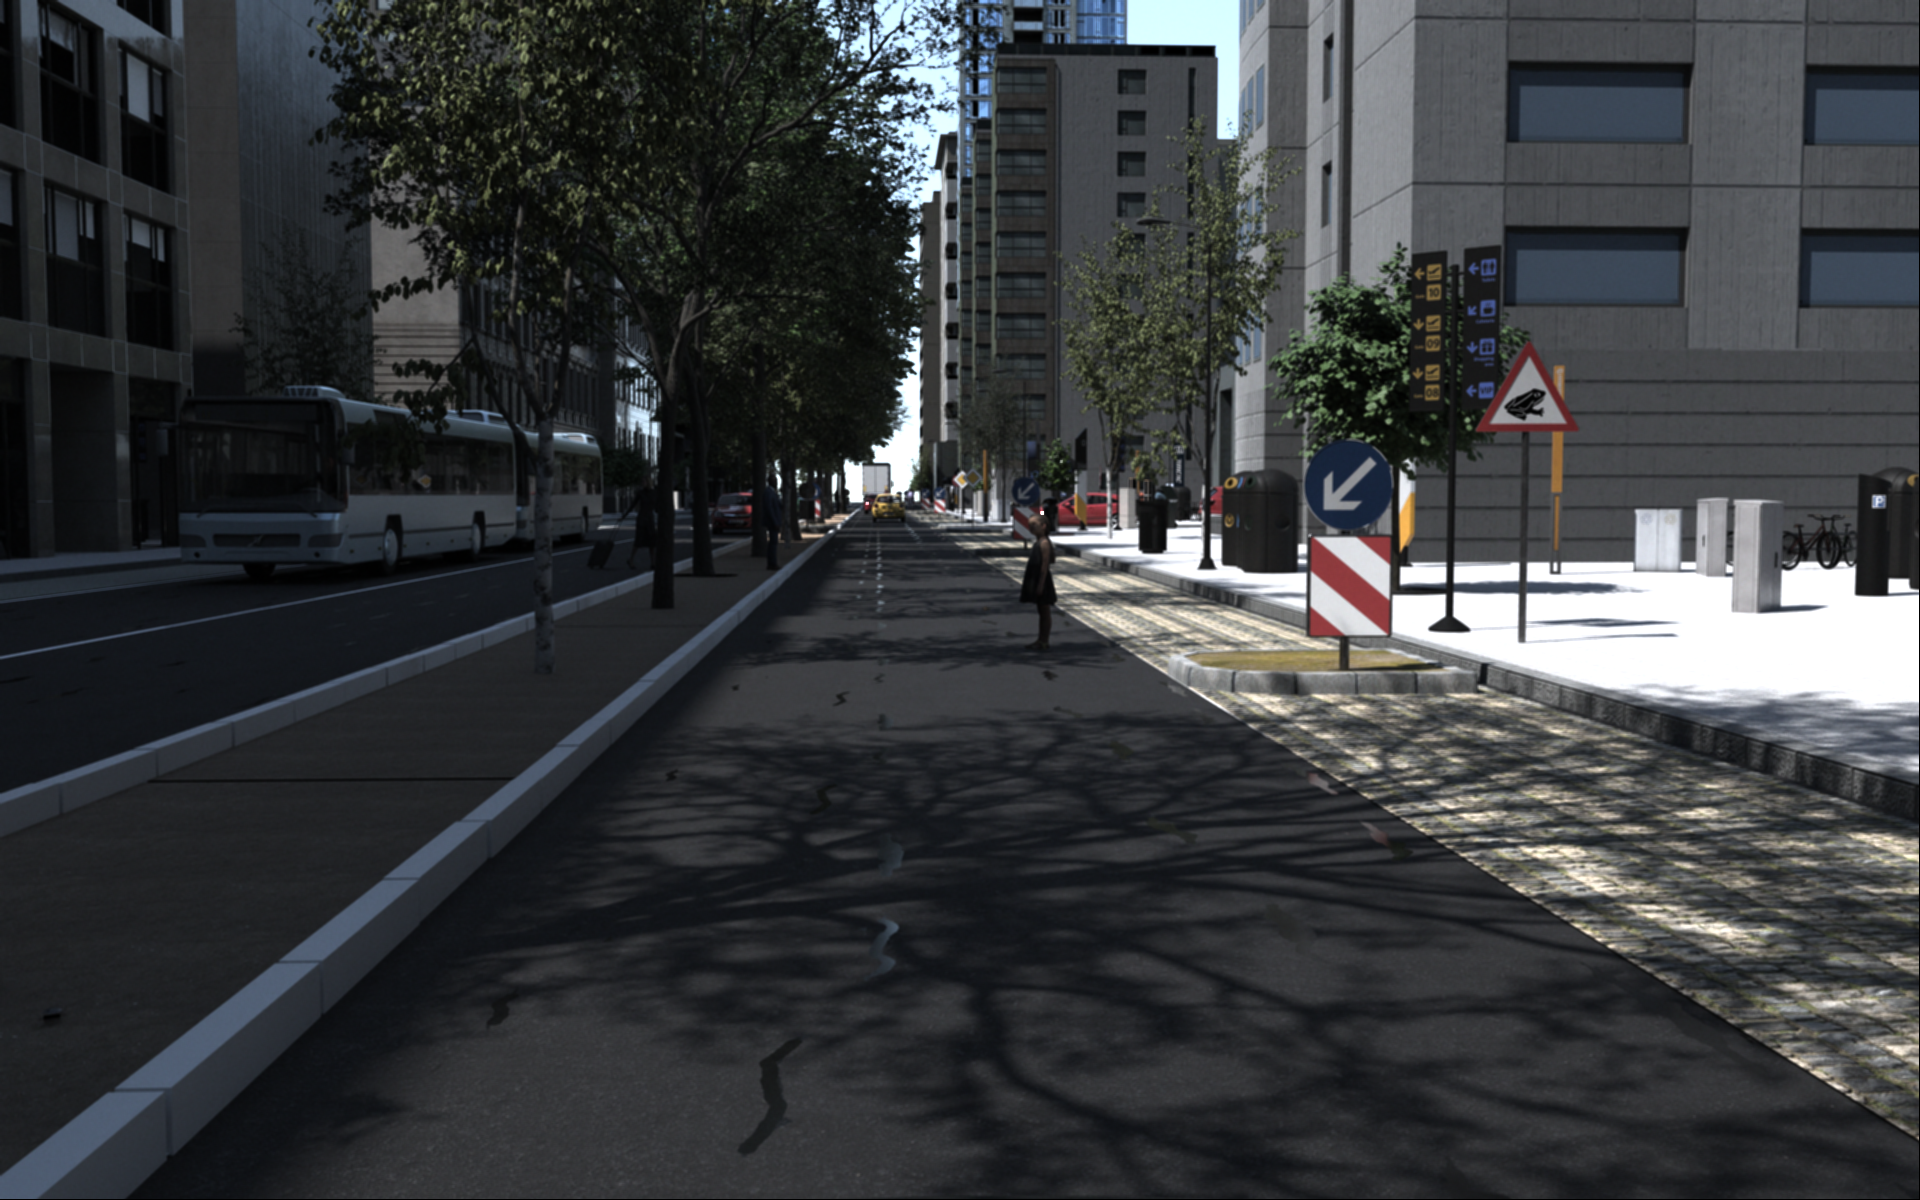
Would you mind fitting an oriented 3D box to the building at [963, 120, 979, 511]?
[{"bbox_3d":[7.873,-22.354,137.195,14.160,30.474,14.107,0,4,-3],"label":"building"}]

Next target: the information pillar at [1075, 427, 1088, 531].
[{"bbox_3d":[4.239,-4.234,60.574,0.504,3.616,0.183,-3,4,-38],"label":"information pillar"}]

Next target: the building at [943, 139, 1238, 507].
[{"bbox_3d":[14.505,-29.829,179.588,32.217,40.220,23.993,0,4,-3],"label":"building"}]

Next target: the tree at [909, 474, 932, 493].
[{"bbox_3d":[-5.683,-16.187,248.371,4.285,4.588,4.351,0,3,0],"label":"tree"}]

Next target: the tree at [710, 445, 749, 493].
[{"bbox_3d":[-23.358,-13.860,176.975,4.360,8.622,3.978,0,3,0],"label":"tree"}]

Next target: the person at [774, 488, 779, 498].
[{"bbox_3d":[-10.506,-5.470,97.732,0.655,1.846,0.447,1,4,22],"label":"person"}]

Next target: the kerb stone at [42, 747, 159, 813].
[{"bbox_3d":[-4.078,0.859,8.208,0.120,0.150,1.000,0,4,-3],"label":"kerb stone"}]

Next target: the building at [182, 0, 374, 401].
[{"bbox_3d":[-35.232,-14.387,54.287,30.058,24.678,14.314,0,4,-3],"label":"building"}]

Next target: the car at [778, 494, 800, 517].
[{"bbox_3d":[-10.990,-6.148,109.322,1.959,1.807,4.718,0,4,-4],"label":"car"}]

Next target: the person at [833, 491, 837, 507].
[{"bbox_3d":[-13.550,-11.046,189.198,1.348,1.812,0.705,-2,4,-24],"label":"person"}]

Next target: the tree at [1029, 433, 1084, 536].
[{"bbox_3d":[3.166,-3.635,54.040,1.663,3.219,1.824,0,3,0],"label":"tree"}]

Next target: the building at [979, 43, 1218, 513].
[{"bbox_3d":[8.956,-21.006,115.155,14.160,30.474,14.107,0,4,-3],"label":"building"}]

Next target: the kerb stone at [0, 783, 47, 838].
[{"bbox_3d":[-4.035,0.918,7.187,0.120,0.150,1.000,0,4,-3],"label":"kerb stone"}]

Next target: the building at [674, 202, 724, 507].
[{"bbox_3d":[-37.576,-32.630,188.118,22.147,44.769,28.867,0,4,-3],"label":"building"}]

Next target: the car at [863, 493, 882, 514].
[{"bbox_3d":[-5.980,-7.101,125.142,2.155,1.783,4.494,0,4,-1],"label":"car"}]

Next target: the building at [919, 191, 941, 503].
[{"bbox_3d":[4.529,-39.642,271.851,21.300,48.544,21.600,0,4,-3],"label":"building"}]

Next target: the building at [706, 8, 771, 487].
[{"bbox_3d":[-41.136,-58.810,274.212,22.319,86.520,31.000,0,4,-3],"label":"building"}]

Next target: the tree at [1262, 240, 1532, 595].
[{"bbox_3d":[5.700,-2.382,22.666,4.285,4.588,4.351,0,3,0],"label":"tree"}]

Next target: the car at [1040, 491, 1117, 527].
[{"bbox_3d":[4.731,-3.642,68.579,4.494,1.783,2.155,0,4,-2],"label":"car"}]

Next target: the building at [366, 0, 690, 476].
[{"bbox_3d":[-39.508,-34.871,159.375,28.713,52.752,27.495,0,4,-3],"label":"building"}]

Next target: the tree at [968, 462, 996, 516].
[{"bbox_3d":[1.138,-6.416,99.508,1.663,3.219,1.824,0,3,0],"label":"tree"}]

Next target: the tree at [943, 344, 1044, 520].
[{"bbox_3d":[1.472,-8.234,84.995,4.360,8.622,3.978,0,3,0],"label":"tree"}]

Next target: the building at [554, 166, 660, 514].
[{"bbox_3d":[-28.737,-20.010,124.425,12.463,27.353,25.104,0,4,-3],"label":"building"}]

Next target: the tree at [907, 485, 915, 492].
[{"bbox_3d":[-8.328,-18.678,299.990,1.663,3.219,1.824,0,3,0],"label":"tree"}]

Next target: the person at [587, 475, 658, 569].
[{"bbox_3d":[-6.358,-1.503,33.285,1.509,1.804,0.699,1,4,22],"label":"person"}]

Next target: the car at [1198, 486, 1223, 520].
[{"bbox_3d":[12.091,-3.663,68.570,5.304,1.827,2.281,0,4,-3],"label":"car"}]

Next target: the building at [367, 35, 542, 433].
[{"bbox_3d":[-26.223,-14.231,81.830,9.793,20.994,18.267,0,4,-3],"label":"building"}]

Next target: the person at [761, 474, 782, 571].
[{"bbox_3d":[-3.518,-1.455,32.476,0.419,1.800,0.721,-1,4,-9],"label":"person"}]

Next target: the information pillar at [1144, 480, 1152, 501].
[{"bbox_3d":[9.912,-5.306,91.241,0.304,2.012,0.304,-3,4,-36],"label":"information pillar"}]

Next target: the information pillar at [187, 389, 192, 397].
[{"bbox_3d":[-17.186,-2.897,38.724,0.183,3.616,0.504,-2,4,-26],"label":"information pillar"}]

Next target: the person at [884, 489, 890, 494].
[{"bbox_3d":[-5.456,-7.441,130.140,0.580,1.828,0.573,1,4,21],"label":"person"}]

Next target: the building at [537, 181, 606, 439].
[{"bbox_3d":[-27.911,-16.229,101.498,11.583,22.565,21.152,0,4,-3],"label":"building"}]

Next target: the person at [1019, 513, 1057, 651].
[{"bbox_3d":[0.712,-0.167,15.908,0.373,1.253,0.362,-1,4,-11],"label":"person"}]

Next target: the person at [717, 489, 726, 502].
[{"bbox_3d":[-15.767,-6.497,115.077,0.716,1.782,0.532,-2,4,-26],"label":"person"}]

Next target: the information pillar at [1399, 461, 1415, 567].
[{"bbox_3d":[7.869,-2.393,30.480,0.183,3.616,0.504,-1,4,-10],"label":"information pillar"}]

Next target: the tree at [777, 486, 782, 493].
[{"bbox_3d":[-30.091,-18.394,295.342,1.663,3.219,1.824,0,3,0],"label":"tree"}]

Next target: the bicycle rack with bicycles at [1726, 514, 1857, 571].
[{"bbox_3d":[14.627,-1.041,30.398,2.925,0.926,2.852,-1,4,-19],"label":"bicycle rack with bicycles"}]

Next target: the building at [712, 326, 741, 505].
[{"bbox_3d":[-34.273,-26.843,210.586,14.160,30.474,14.107,0,4,-3],"label":"building"}]

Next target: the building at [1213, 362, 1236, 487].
[{"bbox_3d":[28.730,-47.275,85.619,31.000,86.520,22.319,0,4,-3],"label":"building"}]

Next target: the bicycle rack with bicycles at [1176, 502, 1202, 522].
[{"bbox_3d":[11.530,-4.167,81.518,2.925,0.926,2.852,-1,4,-14],"label":"bicycle rack with bicycles"}]

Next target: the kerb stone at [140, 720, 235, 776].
[{"bbox_3d":[-4.128,0.793,9.229,0.120,0.150,1.000,0,4,-3],"label":"kerb stone"}]

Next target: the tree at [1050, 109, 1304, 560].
[{"bbox_3d":[4.565,-5.073,33.298,4.737,8.622,4.395,0,3,0],"label":"tree"}]

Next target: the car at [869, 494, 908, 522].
[{"bbox_3d":[-3.708,-4.876,89.942,2.015,1.641,3.980,0,4,-3],"label":"car"}]

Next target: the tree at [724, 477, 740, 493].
[{"bbox_3d":[-25.615,-12.463,198.368,1.663,3.219,1.824,0,3,0],"label":"tree"}]

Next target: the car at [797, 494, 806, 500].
[{"bbox_3d":[-18.998,-11.748,203.882,2.131,1.459,4.920,0,4,-3],"label":"car"}]

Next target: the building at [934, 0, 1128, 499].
[{"bbox_3d":[8.511,-54.599,205.365,22.319,86.520,31.000,0,4,-3],"label":"building"}]

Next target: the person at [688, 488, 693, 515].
[{"bbox_3d":[-17.976,-6.627,116.689,0.795,1.843,0.661,3,4,38],"label":"person"}]

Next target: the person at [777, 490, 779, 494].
[{"bbox_3d":[-15.276,-8.304,144.692,0.534,1.772,0.576,-1,4,-19],"label":"person"}]

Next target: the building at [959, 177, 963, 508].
[{"bbox_3d":[6.804,-23.779,160.482,14.160,30.474,14.107,0,4,-3],"label":"building"}]

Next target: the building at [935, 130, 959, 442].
[{"bbox_3d":[11.085,-40.261,247.506,28.713,52.752,27.495,0,4,-3],"label":"building"}]

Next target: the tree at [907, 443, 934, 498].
[{"bbox_3d":[-5.310,-17.824,241.780,4.737,8.622,4.395,0,3,0],"label":"tree"}]

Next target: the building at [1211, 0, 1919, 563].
[{"bbox_3d":[18.138,-30.764,44.992,21.231,58.520,28.212,0,4,-3],"label":"building"}]

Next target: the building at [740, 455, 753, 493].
[{"bbox_3d":[-39.562,-36.148,245.649,22.147,44.769,28.867,0,4,-3],"label":"building"}]

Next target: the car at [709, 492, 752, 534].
[{"bbox_3d":[-8.025,-3.292,62.870,2.155,1.783,4.494,0,4,-5],"label":"car"}]

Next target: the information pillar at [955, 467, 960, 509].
[{"bbox_3d":[-0.233,-9.519,146.984,0.504,3.616,0.183,-2,4,-33],"label":"information pillar"}]

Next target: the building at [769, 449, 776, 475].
[{"bbox_3d":[-39.192,-39.635,298.146,14.600,45.320,14.200,0,4,-3],"label":"building"}]

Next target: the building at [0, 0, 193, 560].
[{"bbox_3d":[-27.575,-13.452,24.455,19.350,26.468,34.151,0,4,-3],"label":"building"}]

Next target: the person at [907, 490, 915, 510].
[{"bbox_3d":[-4.255,-8.793,152.127,0.709,1.838,0.599,2,4,27],"label":"person"}]

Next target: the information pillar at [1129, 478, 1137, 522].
[{"bbox_3d":[7.928,-4.579,79.356,0.304,2.012,0.304,-1,4,-19],"label":"information pillar"}]
